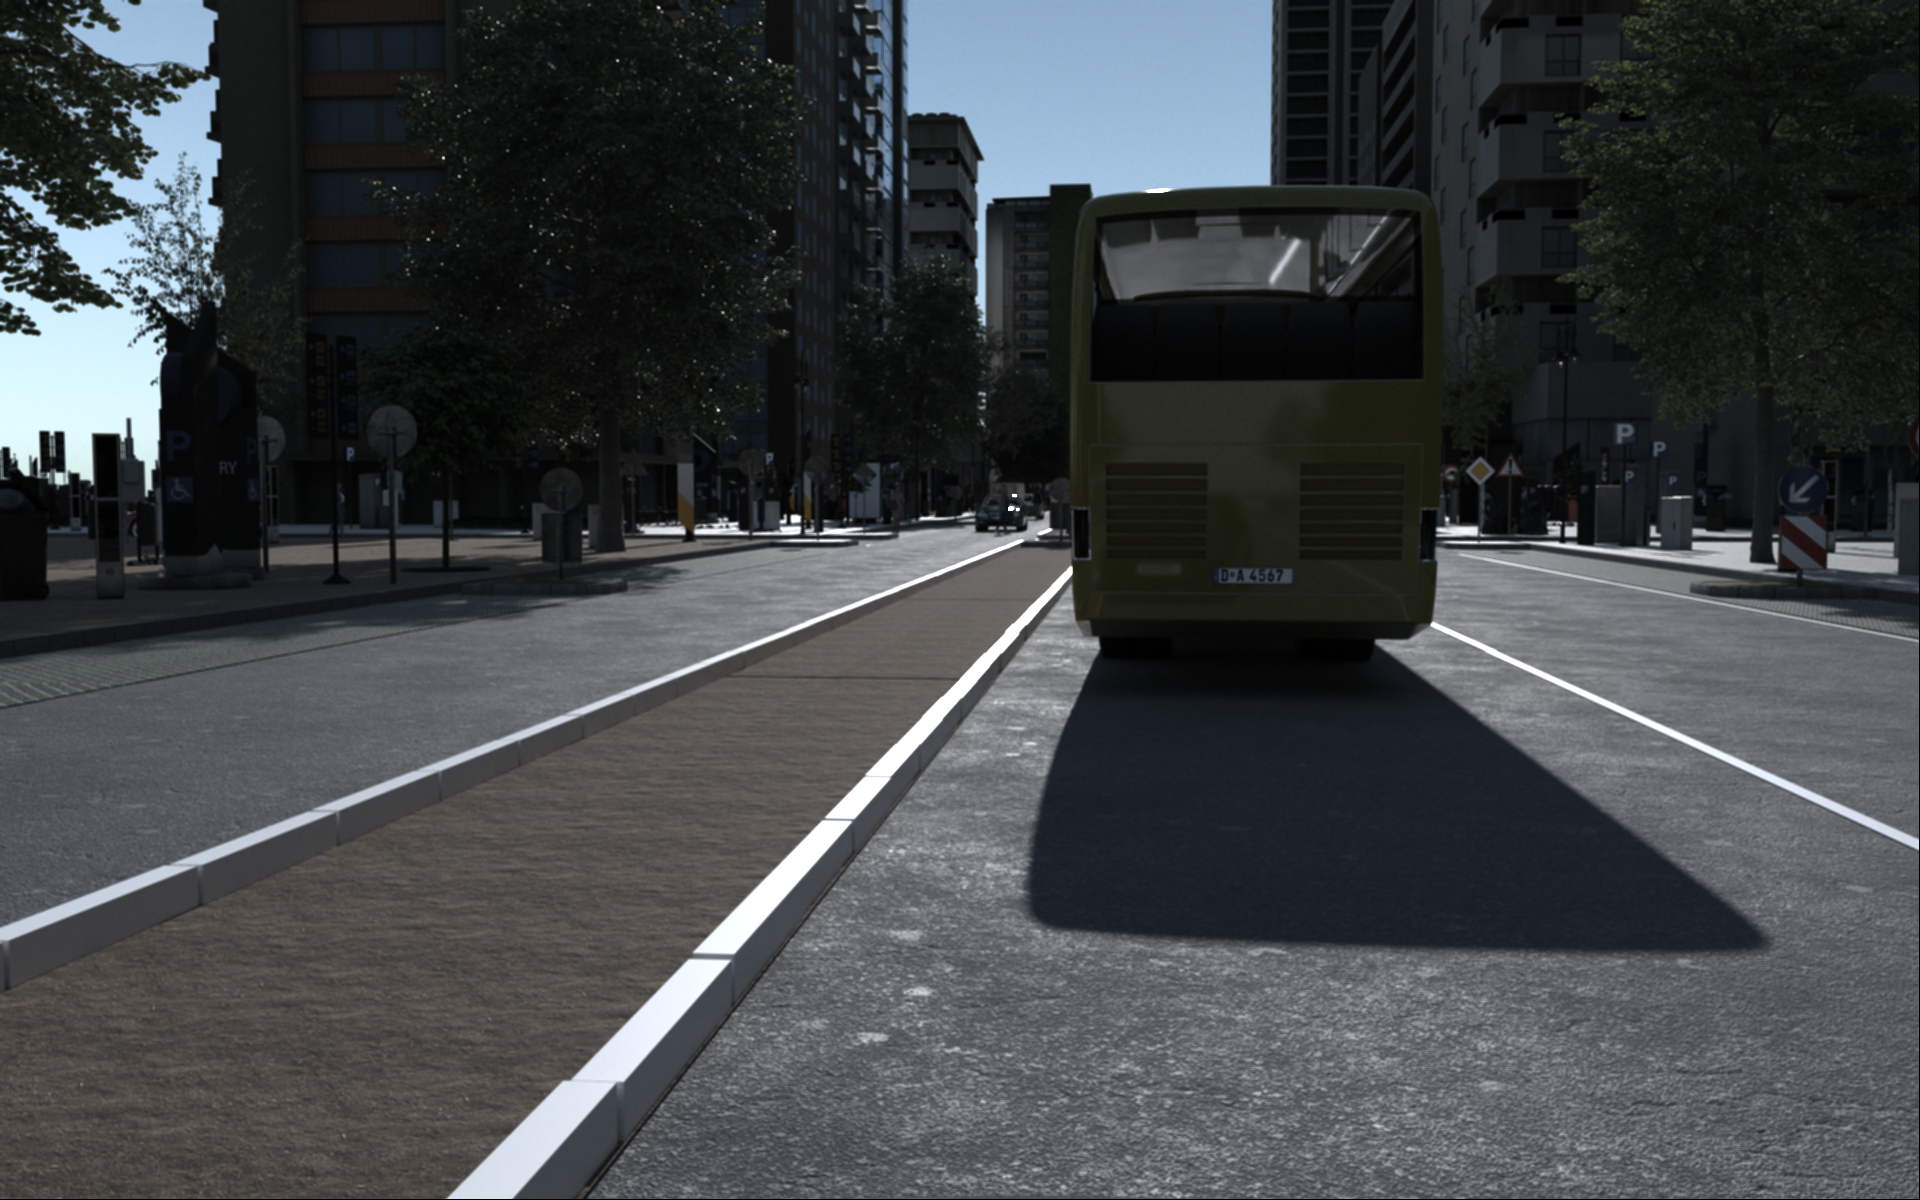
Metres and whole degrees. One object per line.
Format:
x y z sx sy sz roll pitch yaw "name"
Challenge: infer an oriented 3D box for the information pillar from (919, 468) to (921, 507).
-2.420 -6.453 96.862 0.504 3.616 0.183 2 4 35 "information pillar"

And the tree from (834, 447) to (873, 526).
-4.055 -4.559 69.134 1.663 3.219 1.824 0 3 0 "tree"

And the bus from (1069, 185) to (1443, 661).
2.744 -1.608 17.837 2.896 3.916 12.252 0 4 7 "bus"

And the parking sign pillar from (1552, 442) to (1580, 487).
31.241 -6.169 89.334 1.447 3.967 1.447 1 4 11 "parking sign pillar"

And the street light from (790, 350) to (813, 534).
-5.088 -5.081 55.863 0.468 5.910 1.993 0 4 6 "street light"

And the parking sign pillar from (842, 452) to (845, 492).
-6.891 -7.456 110.385 1.447 3.967 1.447 -3 4 -38 "parking sign pillar"

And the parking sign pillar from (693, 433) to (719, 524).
-11.255 -5.332 75.652 1.447 3.967 1.447 2 4 31 "parking sign pillar"

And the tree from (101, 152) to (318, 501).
-16.646 -5.388 38.450 4.360 8.622 3.978 0 3 0 "tree"

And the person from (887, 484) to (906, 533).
-2.329 -3.314 63.045 0.716 1.782 0.532 -2 4 -30 "person"

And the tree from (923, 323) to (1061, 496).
1.974 -13.002 122.953 12.009 13.543 11.850 0 3 0 "tree"

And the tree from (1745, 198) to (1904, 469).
21.288 -5.683 43.271 4.360 8.622 3.978 0 3 0 "tree"

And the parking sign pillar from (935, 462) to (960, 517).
-0.718 -6.751 98.850 1.447 3.967 1.447 0 4 5 "parking sign pillar"

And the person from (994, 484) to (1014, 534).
1.565 -3.249 61.804 0.728 1.800 0.709 2 4 28 "person"

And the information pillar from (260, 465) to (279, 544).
-17.786 -2.455 44.638 0.304 2.012 0.304 1 4 15 "information pillar"

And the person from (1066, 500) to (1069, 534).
3.942 -3.182 60.436 0.656 1.842 0.836 -2 4 -27 "person"

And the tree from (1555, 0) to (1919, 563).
14.714 -6.988 32.373 7.486 12.596 7.792 0 3 0 "tree"

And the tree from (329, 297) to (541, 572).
-8.729 -2.768 28.979 4.285 4.588 4.351 0 3 0 "tree"

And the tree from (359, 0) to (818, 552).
-7.915 -8.050 38.267 9.857 13.997 8.962 0 3 0 "tree"

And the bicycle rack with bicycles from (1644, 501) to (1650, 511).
35.920 -4.613 88.811 2.852 0.926 2.925 1 4 11 "bicycle rack with bicycles"

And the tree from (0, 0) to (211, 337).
-9.952 -5.875 14.179 7.486 12.596 7.792 0 3 0 "tree"

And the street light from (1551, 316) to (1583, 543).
15.720 -4.417 45.012 0.468 5.910 1.993 0 4 6 "street light"

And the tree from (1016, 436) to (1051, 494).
7.254 -13.906 177.726 4.360 8.622 3.978 0 3 0 "tree"

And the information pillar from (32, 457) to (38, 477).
-58.539 -7.237 109.678 0.183 3.616 0.504 0 4 1 "information pillar"

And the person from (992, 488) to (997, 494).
1.904 -5.246 94.945 0.731 1.740 0.598 3 4 37 "person"

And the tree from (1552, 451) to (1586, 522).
27.991 -5.136 78.569 1.663 3.219 1.824 0 3 0 "tree"

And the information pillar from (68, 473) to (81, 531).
-30.873 -3.420 60.417 0.304 2.012 0.304 -3 4 -38 "information pillar"

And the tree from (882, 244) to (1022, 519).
-2.389 -11.227 90.223 9.857 13.997 8.962 0 3 0 "tree"

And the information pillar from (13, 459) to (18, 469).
-63.847 -7.688 117.057 0.183 3.616 0.504 1 4 14 "information pillar"

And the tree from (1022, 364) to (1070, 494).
6.436 -15.976 167.864 9.857 13.997 8.962 0 3 0 "tree"

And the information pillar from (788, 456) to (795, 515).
-10.437 -7.082 107.139 0.183 3.616 0.504 3 4 38 "information pillar"

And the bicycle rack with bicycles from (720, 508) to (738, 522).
-9.937 -4.147 81.190 2.925 0.926 2.852 -1 4 -16 "bicycle rack with bicycles"

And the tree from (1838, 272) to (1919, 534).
29.970 -6.421 55.350 4.737 8.622 4.395 0 3 0 "tree"

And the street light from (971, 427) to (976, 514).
0.849 -8.495 111.676 0.468 5.910 1.993 0 4 6 "street light"

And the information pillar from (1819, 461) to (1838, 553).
19.090 -2.055 38.090 0.304 2.012 0.304 1 4 17 "information pillar"

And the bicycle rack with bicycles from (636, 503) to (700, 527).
-11.770 -3.381 68.655 2.925 0.926 2.852 -1 4 -19 "bicycle rack with bicycles"

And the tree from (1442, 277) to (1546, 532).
17.525 -6.626 58.693 4.737 8.622 4.395 0 3 0 "tree"

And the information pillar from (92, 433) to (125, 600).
-10.410 -1.021 21.178 0.304 2.012 0.304 -2 4 -25 "information pillar"

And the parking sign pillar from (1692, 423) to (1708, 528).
27.951 -4.701 65.330 1.447 3.967 1.447 1 4 21 "parking sign pillar"

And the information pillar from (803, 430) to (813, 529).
-5.570 -4.381 62.985 0.183 3.616 0.504 2 4 28 "information pillar"

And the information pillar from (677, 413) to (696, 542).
-7.354 -3.373 46.500 0.183 3.616 0.504 3 5 45 "information pillar"

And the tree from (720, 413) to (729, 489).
-16.062 -9.650 108.147 4.737 8.622 4.395 0 3 0 "tree"

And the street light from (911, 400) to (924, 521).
-2.079 -6.788 83.765 0.468 5.910 1.993 0 4 6 "street light"

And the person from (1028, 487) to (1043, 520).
4.115 -5.250 94.324 0.794 1.824 0.713 -2 4 -24 "person"

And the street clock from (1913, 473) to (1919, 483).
32.103 -3.258 57.832 0.471 2.002 0.358 3 5 43 "street clock"

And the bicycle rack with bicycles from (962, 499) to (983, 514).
0.392 -6.400 118.018 2.852 0.926 2.925 -2 4 -35 "bicycle rack with bicycles"

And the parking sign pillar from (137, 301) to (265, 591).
-10.481 -2.150 23.619 1.447 3.967 1.447 -1 4 -9 "parking sign pillar"

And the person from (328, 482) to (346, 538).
-19.893 -2.864 55.351 0.654 1.822 0.581 2 4 25 "person"

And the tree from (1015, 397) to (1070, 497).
9.667 -17.179 199.006 7.486 12.596 7.792 0 3 0 "tree"

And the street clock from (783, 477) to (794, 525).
-7.155 -4.141 72.268 0.471 2.002 0.358 0 4 -4 "street clock"

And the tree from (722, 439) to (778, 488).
-12.601 -7.301 103.081 4.285 4.588 4.351 0 3 0 "tree"
